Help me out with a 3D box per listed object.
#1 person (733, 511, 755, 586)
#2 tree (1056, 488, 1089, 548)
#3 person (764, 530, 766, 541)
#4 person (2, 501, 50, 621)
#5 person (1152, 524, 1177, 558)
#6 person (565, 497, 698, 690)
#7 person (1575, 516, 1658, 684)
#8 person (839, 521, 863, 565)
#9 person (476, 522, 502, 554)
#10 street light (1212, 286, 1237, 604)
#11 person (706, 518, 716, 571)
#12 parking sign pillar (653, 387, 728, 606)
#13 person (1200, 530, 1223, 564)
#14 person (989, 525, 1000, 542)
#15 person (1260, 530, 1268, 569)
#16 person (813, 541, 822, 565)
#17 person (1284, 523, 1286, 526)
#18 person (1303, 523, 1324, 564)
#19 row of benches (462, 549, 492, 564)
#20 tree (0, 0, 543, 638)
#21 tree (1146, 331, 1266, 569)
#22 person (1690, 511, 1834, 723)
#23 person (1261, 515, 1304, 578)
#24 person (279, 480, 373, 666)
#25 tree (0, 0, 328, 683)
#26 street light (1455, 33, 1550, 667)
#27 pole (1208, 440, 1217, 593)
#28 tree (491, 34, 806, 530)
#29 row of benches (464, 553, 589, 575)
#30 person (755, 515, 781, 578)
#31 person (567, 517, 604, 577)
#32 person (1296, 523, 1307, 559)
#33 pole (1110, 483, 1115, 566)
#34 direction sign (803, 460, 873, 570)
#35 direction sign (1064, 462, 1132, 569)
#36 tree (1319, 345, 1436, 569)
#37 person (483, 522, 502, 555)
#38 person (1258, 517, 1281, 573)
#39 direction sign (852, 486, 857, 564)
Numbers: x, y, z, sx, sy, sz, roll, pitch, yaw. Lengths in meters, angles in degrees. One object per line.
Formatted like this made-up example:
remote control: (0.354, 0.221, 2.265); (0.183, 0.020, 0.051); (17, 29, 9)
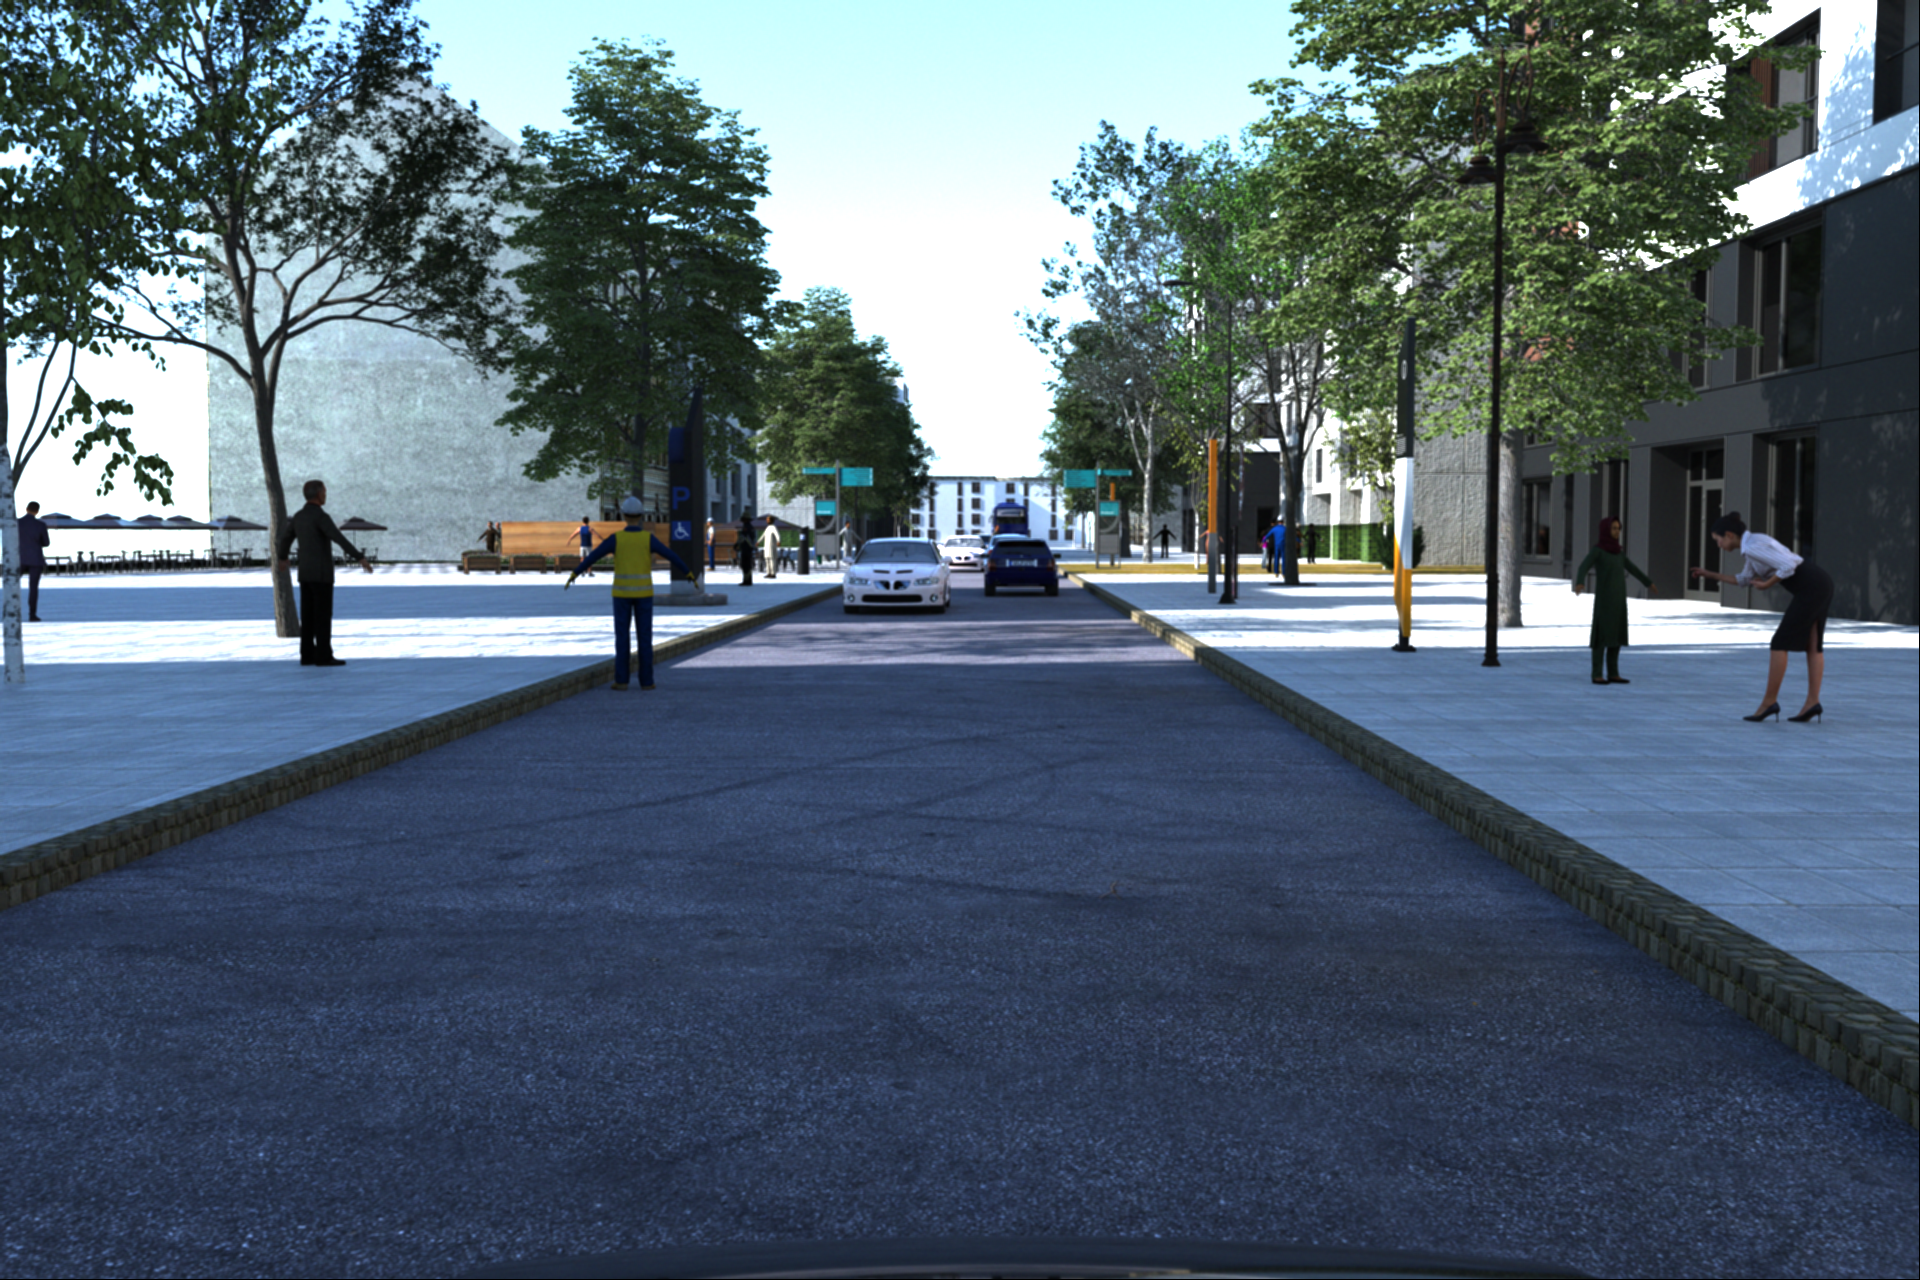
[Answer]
person: (-5.330, -2.273, 43.031); (0.704, 1.845, 1.351); (1, 4, 9)
tree: (10.765, -12.914, 161.507); (4.737, 8.622, 4.395); (0, 3, 0)
person: (-8.993, -4.627, 81.775); (0.705, 1.813, 1.348); (1, 4, 17)
person: (-13.780, -1.166, 25.548); (0.683, 1.767, 0.568); (-1, 4, -21)
person: (10.995, -5.310, 93.011); (1.347, 1.806, 0.705); (0, 4, -5)
person: (-3.028, -0.434, 16.012); (1.216, 1.772, 0.721); (-1, 4, -14)
person: (5.594, -0.342, 14.799); (0.989, 1.438, 0.599); (-2, 4, -30)
person: (-4.584, -3.967, 71.053); (1.347, 1.806, 0.705); (-2, 4, -35)
person: (-19.961, -4.126, 73.599); (1.346, 1.812, 0.704); (2, 4, 26)
street light: (5.462, -3.619, 31.710); (1.470, 5.913, 1.316); (0, 4, 1)
person: (-8.732, -3.349, 60.610); (0.705, 1.847, 1.347); (-1, 4, -13)
parking sign pillar: (-4.933, -2.619, 31.287); (1.447, 3.967, 1.447); (0, 4, 0)
person: (10.679, -4.116, 74.099); (1.217, 1.733, 0.721); (2, 4, 25)
person: (1.540, -3.825, 71.268); (0.705, 1.796, 1.348); (2, 4, 35)
person: (11.325, -3.348, 64.006); (0.599, 1.433, 0.991); (-1, 4, -19)
person: (-5.917, -4.043, 72.222); (0.704, 1.817, 1.347); (-1, 4, -12)
person: (17.297, -5.280, 92.103); (0.705, 1.856, 1.354); (3, 4, 38)
person: (15.358, -4.200, 75.386); (0.721, 1.740, 1.216); (-2, 4, -35)
row of benches: (-19.721, -3.380, 70.724); (1.422, 0.672, 4.104); (0, 4, -7)
tree: (-8.687, -5.314, 21.299); (7.601, 10.594, 8.767); (0, 4, 8)
tree: (8.956, -6.910, 63.335); (4.737, 8.622, 4.395); (0, 3, 0)
person: (5.522, -0.161, 11.865); (0.799, 1.438, 0.628); (0, 4, -4)
person: (9.495, -2.770, 51.164); (1.347, 1.842, 0.705); (2, 4, 34)
person: (-6.261, -0.656, 16.910); (1.348, 1.807, 0.705); (2, 4, 32)
tree: (-7.921, -3.931, 14.639); (4.737, 8.622, 4.395); (0, 3, 0)
street light: (5.165, -2.684, 16.667); (0.468, 5.910, 1.993); (0, 4, 1)
pole: (5.466, -2.669, 37.489); (0.158, 3.312, 0.155); (0, 3, 0)
tree: (-7.172, -7.460, 40.097); (7.486, 12.596, 7.792); (0, 3, 0)
row of benches: (-13.983, -2.461, 55.702); (4.104, 0.672, 1.422); (-2, 4, -24)
person: (-5.511, -2.701, 50.252); (0.704, 1.819, 1.344); (-3, 4, -36)
person: (-11.253, -2.816, 52.208); (1.345, 1.807, 0.704); (1, 4, 11)
person: (17.612, -5.165, 90.223); (1.354, 1.858, 0.705); (-3, 5, -44)
pole: (6.087, -4.605, 69.141); (0.158, 3.312, 0.155); (0, 3, 0)
direction sign: (-4.351, -4.520, 62.656); (2.525, 3.948, 1.411); (0, 4, 3)
direction sign: (5.090, -4.574, 63.548); (2.525, 3.948, 1.411); (0, 3, 0)
tree: (15.269, -6.877, 62.809); (4.737, 8.622, 4.395); (0, 3, 0)
person: (-20.413, -4.297, 76.530); (1.348, 1.796, 0.705); (0, 4, 5)
person: (10.409, -3.150, 57.435); (1.347, 1.837, 0.705); (3, 5, 44)
direction sign: (-4.481, -5.064, 74.797); (0.379, 3.537, 0.876); (0, 4, 1)
